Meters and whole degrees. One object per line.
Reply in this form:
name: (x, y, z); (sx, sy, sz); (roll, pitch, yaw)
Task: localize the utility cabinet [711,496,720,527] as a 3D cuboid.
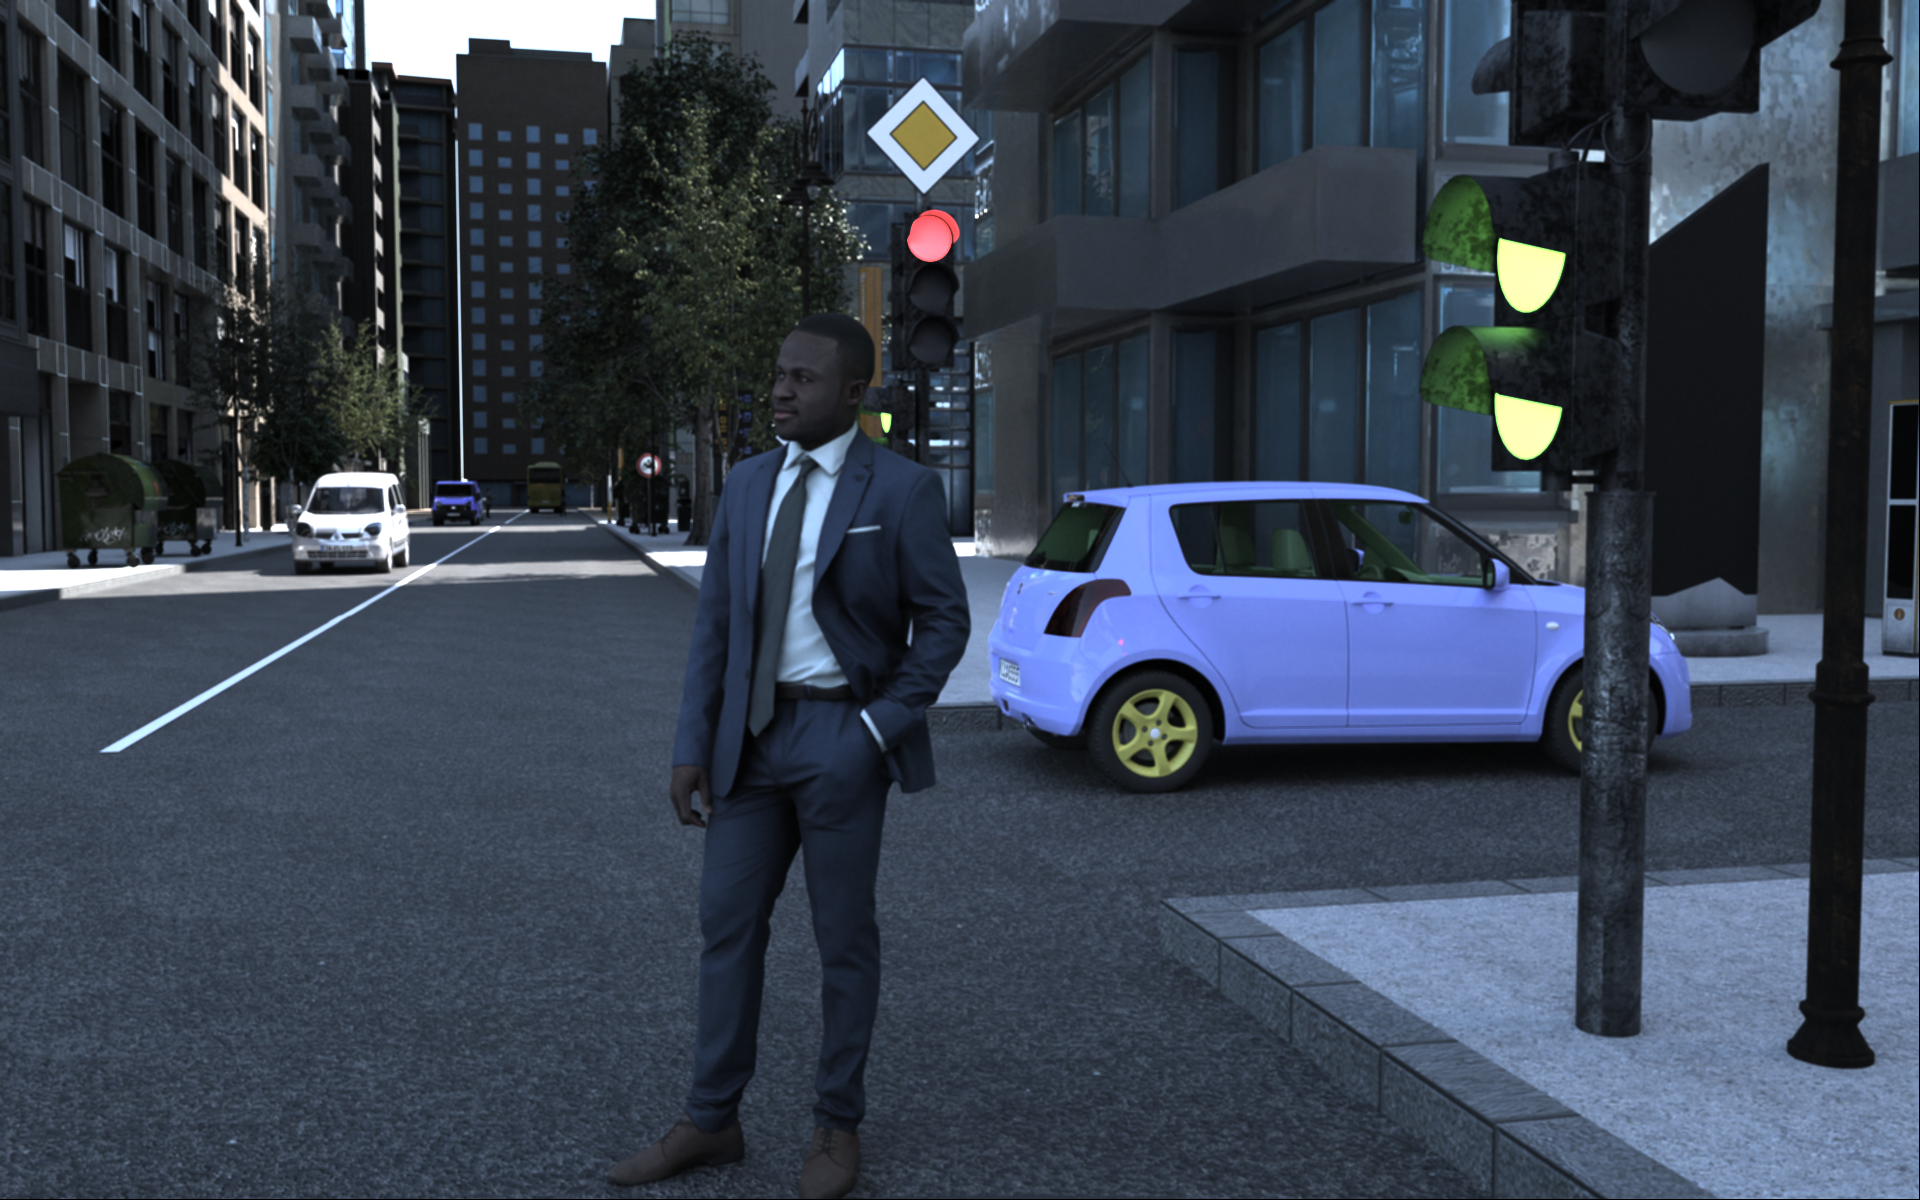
utility cabinet: (-8.055, -2.764, 56.347); (0.306, 1.237, 1.020); (0, 4, 6)

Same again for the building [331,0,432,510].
building: (-59.575, -50.423, 137.080); (31.000, 86.520, 22.319); (-1, 4, -13)

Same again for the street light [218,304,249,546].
street light: (-17.718, -4.256, 42.366); (0.468, 5.910, 1.993); (-1, 4, -13)

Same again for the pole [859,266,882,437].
pole: (-0.806, -1.335, 15.678); (0.158, 3.312, 0.155); (0, 3, 0)

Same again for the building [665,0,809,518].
building: (-9.933, -25.453, 99.747); (14.154, 41.232, 14.086); (-1, 4, -13)

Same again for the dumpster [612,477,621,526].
dumpster: (-13.131, -4.085, 69.276); (1.502, 2.255, 1.985); (-1, 4, -13)

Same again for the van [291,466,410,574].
van: (-11.391, -1.560, 32.514); (2.013, 2.044, 4.112); (-1, 4, -11)

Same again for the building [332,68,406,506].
building: (-45.659, -21.125, 117.102); (14.160, 30.474, 14.107); (-1, 4, -13)

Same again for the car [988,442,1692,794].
car: (2.020, 0.019, 9.274); (3.694, 1.707, 1.945); (-1, 4, -12)

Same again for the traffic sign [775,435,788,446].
traffic sign: (-2.077, -1.346, 23.199); (0.795, 2.450, 0.064); (0, 4, -6)

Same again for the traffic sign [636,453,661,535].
traffic sign: (-9.667, -3.287, 53.849); (0.768, 2.556, 0.104); (-1, 4, -11)

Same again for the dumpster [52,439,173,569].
dumpster: (-15.016, -1.721, 30.635); (1.502, 2.255, 1.985); (-1, 4, -13)

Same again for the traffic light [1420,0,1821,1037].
traffic light: (1.537, -0.925, 4.042); (0.839, 4.253, 0.868); (-1, 4, -13)

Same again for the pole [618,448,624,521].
pole: (-13.835, -4.703, 70.734); (0.158, 3.312, 0.155); (0, 3, 0)

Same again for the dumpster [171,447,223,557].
dumpster: (-16.260, -2.045, 35.928); (1.502, 2.255, 1.985); (-1, 4, -13)

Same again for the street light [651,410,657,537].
street light: (-9.251, -4.858, 52.211); (0.468, 5.910, 1.993); (-1, 4, -13)

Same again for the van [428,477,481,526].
van: (-23.048, -4.583, 79.316); (2.240, 2.365, 5.245); (-1, 4, -13)

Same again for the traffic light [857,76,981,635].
traffic light: (-0.277, -1.400, 11.819); (0.839, 4.253, 0.868); (-1, 4, -13)

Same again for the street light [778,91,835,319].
street light: (-1.813, -2.914, 20.432); (0.468, 5.910, 1.993); (-1, 4, -13)

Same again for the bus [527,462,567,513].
bus: (-31.724, -8.655, 133.057); (2.896, 3.916, 12.252); (-1, 4, -12)

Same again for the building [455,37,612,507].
building: (-42.811, -32.092, 174.821); (14.200, 45.320, 14.600); (-1, 4, -13)

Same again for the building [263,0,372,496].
building: (-45.535, -28.979, 93.411); (23.786, 49.044, 30.456); (-1, 4, -13)

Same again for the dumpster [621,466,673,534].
dumpster: (-10.087, -3.276, 56.057); (1.502, 2.255, 1.985); (-1, 4, -13)

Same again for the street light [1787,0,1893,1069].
street light: (1.986, -1.895, 3.774); (0.468, 5.910, 1.993); (-1, 4, -13)

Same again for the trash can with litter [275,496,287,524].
trash can with litter: (-29.705, -3.942, 75.513); (1.678, 1.210, 2.233); (-2, 4, -25)

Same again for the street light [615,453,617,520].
street light: (-16.807, -6.835, 84.542); (0.468, 5.910, 1.993); (-1, 4, -13)

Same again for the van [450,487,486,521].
van: (-26.238, -5.207, 92.139); (2.013, 2.044, 4.112); (-1, 4, -14)

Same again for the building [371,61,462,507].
building: (-65.311, -31.793, 174.444); (28.867, 44.769, 22.147); (-1, 4, -13)

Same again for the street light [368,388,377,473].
street light: (-25.379, -6.251, 74.997); (0.468, 5.910, 1.993); (-1, 4, -13)

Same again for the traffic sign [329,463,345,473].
traffic sign: (-23.149, -3.851, 64.154); (0.795, 2.450, 0.064); (-1, 4, -13)

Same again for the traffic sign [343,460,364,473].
traffic sign: (-22.982, -4.012, 65.695); (0.768, 2.556, 0.104); (-1, 4, -10)

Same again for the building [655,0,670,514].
building: (-10.619, -35.412, 120.983); (21.231, 58.520, 28.212); (-1, 4, -13)

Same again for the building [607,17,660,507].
building: (-26.207, -34.176, 182.482); (21.600, 48.544, 21.300); (-1, 4, -13)

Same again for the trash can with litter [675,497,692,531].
trash can with litter: (-9.569, -2.948, 59.588); (0.624, 1.170, 1.055); (-1, 4, -17)
